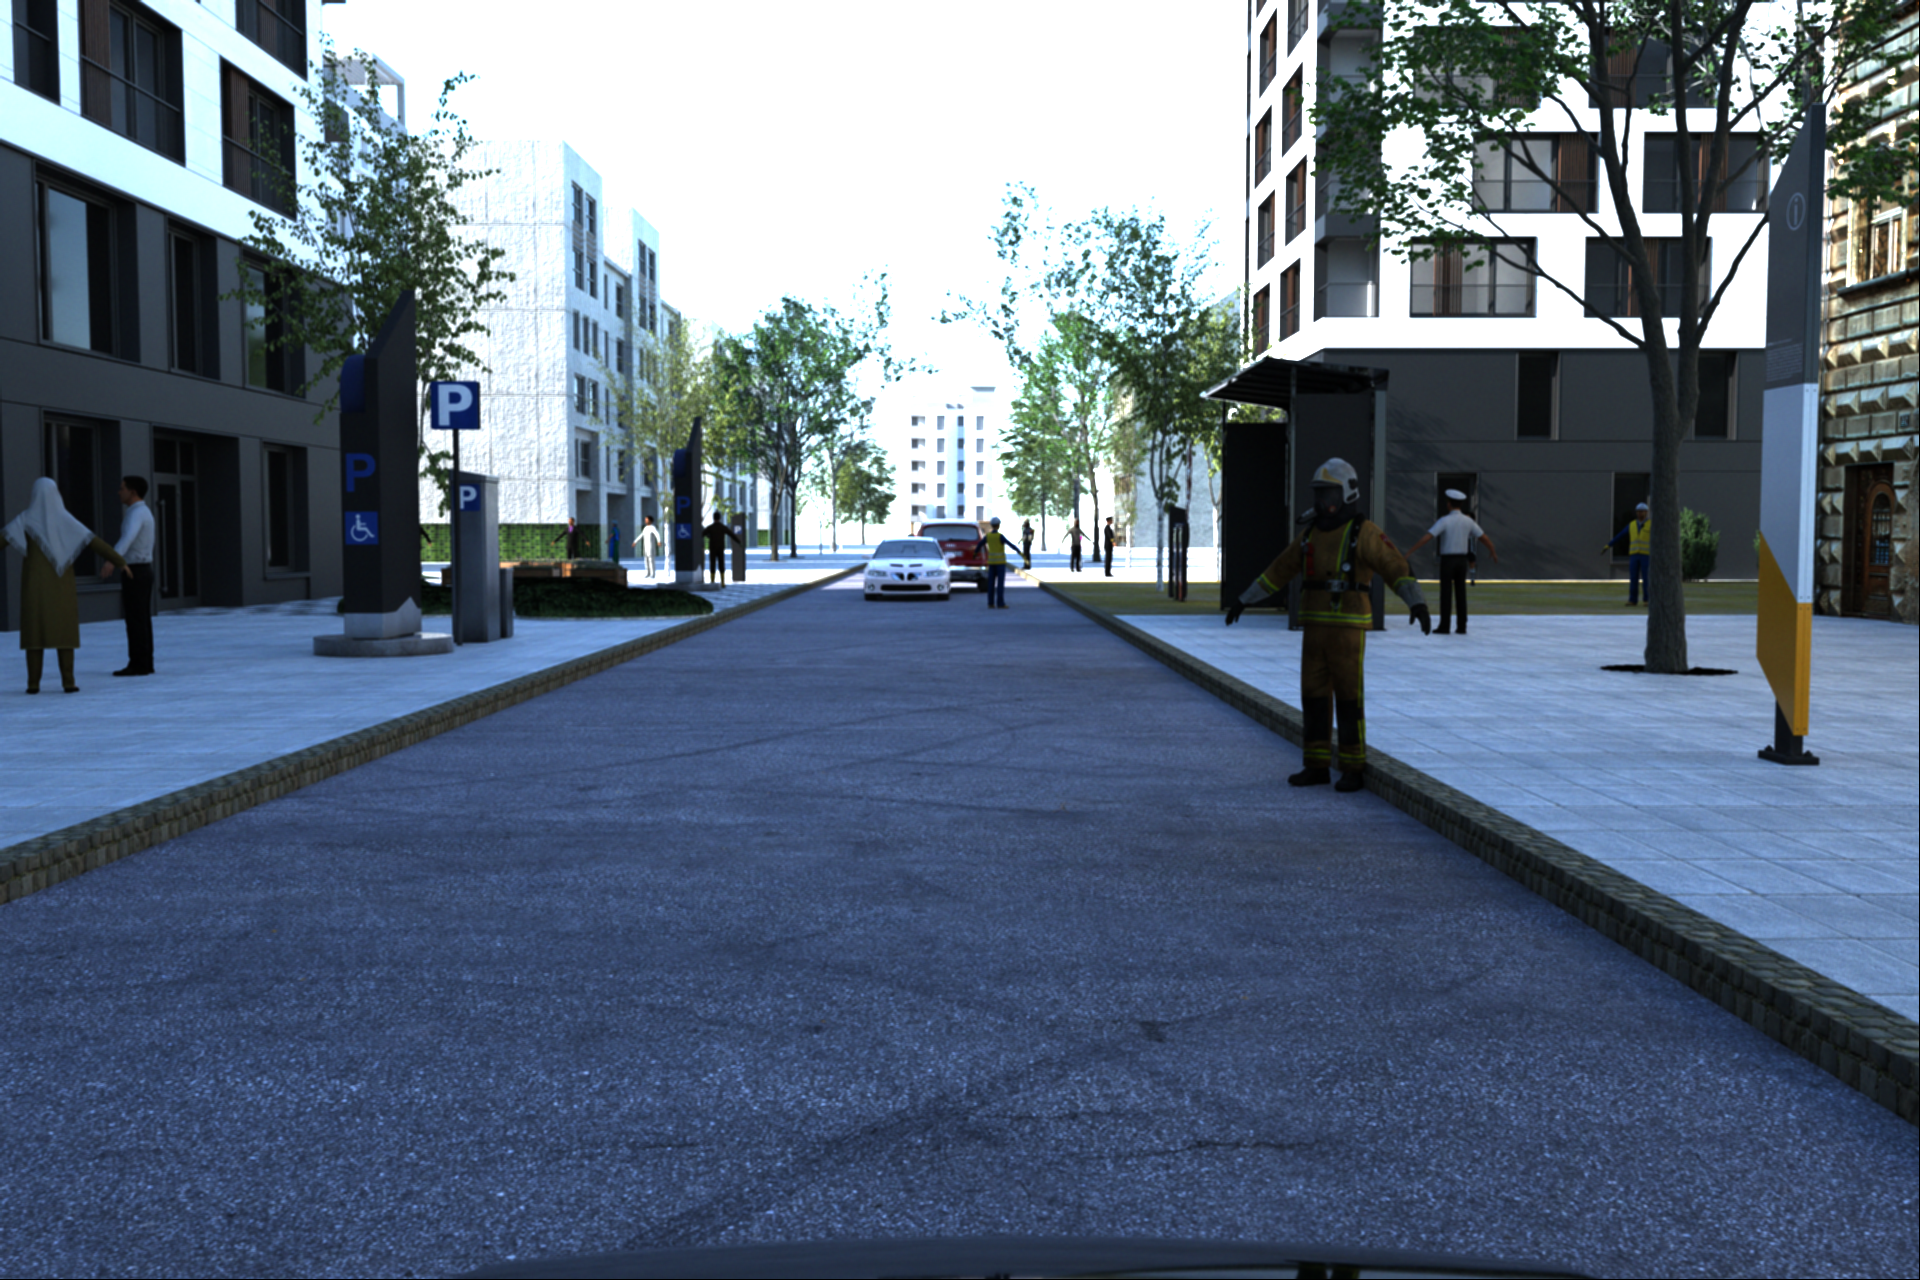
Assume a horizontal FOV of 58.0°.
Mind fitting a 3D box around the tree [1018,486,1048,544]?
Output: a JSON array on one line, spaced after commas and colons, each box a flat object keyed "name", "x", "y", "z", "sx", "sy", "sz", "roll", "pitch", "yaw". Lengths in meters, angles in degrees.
[{"name": "tree", "x": 9.710, "y": -16.429, "z": 218.979, "sx": 4.360, "sy": 8.622, "sz": 3.978, "roll": 0, "pitch": 3, "yaw": 0}]

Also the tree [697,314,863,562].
[{"name": "tree", "x": -8.491, "y": -9.471, "z": 80.604, "sx": 9.928, "sy": 11.665, "sz": 9.643, "roll": 0, "pitch": 3, "yaw": 0}]

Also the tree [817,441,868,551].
[{"name": "tree", "x": -9.093, "y": -11.141, "z": 132.511, "sx": 4.737, "sy": 8.622, "sz": 4.395, "roll": 0, "pitch": 3, "yaw": 0}]

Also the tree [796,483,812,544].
[{"name": "tree", "x": -20.557, "y": -16.416, "z": 218.770, "sx": 4.737, "sy": 8.622, "sz": 4.395, "roll": 0, "pitch": 3, "yaw": 0}]

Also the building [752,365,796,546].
[{"name": "building", "x": -28.513, "y": -20.205, "z": 196.807, "sx": 16.747, "sy": 18.905, "sz": 31.486, "roll": 0, "pitch": 4, "yaw": 0}]

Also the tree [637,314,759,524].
[{"name": "tree", "x": -8.651, "y": -6.554, "z": 57.525, "sx": 4.737, "sy": 8.622, "sz": 4.395, "roll": 0, "pitch": 3, "yaw": 0}]

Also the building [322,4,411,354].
[{"name": "building", "x": -27.542, "y": -12.368, "z": 58.633, "sx": 16.016, "sy": 20.090, "sz": 11.380, "roll": 0, "pitch": 4, "yaw": 0}]

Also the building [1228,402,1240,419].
[{"name": "building", "x": 21.216, "y": -9.319, "z": 94.514, "sx": 9.099, "sy": 9.664, "sz": 28.070, "roll": 0, "pitch": 4, "yaw": 0}]

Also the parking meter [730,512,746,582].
[{"name": "parking meter", "x": -5.985, "y": -2.505, "z": 46.672, "sx": 0.399, "sy": 1.863, "sz": 0.255, "roll": 0, "pitch": 4, "yaw": 0}]

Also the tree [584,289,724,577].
[{"name": "tree", "x": -8.480, "y": -6.181, "z": 51.425, "sx": 4.360, "sy": 8.622, "sz": 3.978, "roll": 0, "pitch": 3, "yaw": 0}]

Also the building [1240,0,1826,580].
[{"name": "building", "x": 23.895, "y": -13.434, "z": 63.627, "sx": 27.936, "sy": 21.610, "sz": 32.646, "roll": 0, "pitch": 3, "yaw": 0}]

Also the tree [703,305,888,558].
[{"name": "tree", "x": -9.012, "y": -11.164, "z": 92.895, "sx": 12.009, "sy": 13.543, "sz": 11.850, "roll": 0, "pitch": 3, "yaw": 0}]

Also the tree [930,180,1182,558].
[{"name": "tree", "x": 5.210, "y": -14.548, "z": 93.745, "sx": 12.611, "sy": 20.169, "sz": 13.585, "roll": 0, "pitch": 3, "yaw": 0}]

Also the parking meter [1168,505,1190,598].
[{"name": "parking meter", "x": 4.423, "y": -1.791, "z": 35.002, "sx": 0.399, "sy": 1.863, "sz": 0.255, "roll": 0, "pitch": 3, "yaw": 0}]

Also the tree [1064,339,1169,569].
[{"name": "tree", "x": 6.522, "y": -6.972, "z": 64.361, "sx": 4.360, "sy": 8.622, "sz": 3.978, "roll": 0, "pitch": 3, "yaw": 0}]

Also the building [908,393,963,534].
[{"name": "building", "x": -6.330, "y": -22.315, "z": 223.724, "sx": 11.380, "sy": 20.090, "sz": 16.016, "roll": 0, "pitch": 4, "yaw": -5}]

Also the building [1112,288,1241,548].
[{"name": "building", "x": 24.661, "y": -20.379, "z": 164.123, "sx": 19.493, "sy": 23.208, "sz": 18.063, "roll": 0, "pitch": 4, "yaw": -1}]

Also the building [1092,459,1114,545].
[{"name": "building", "x": 20.409, "y": -15.456, "z": 194.848, "sx": 9.099, "sy": 9.664, "sz": 28.070, "roll": 0, "pitch": 3, "yaw": 0}]

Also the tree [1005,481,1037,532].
[{"name": "tree", "x": 8.028, "y": -16.767, "z": 224.505, "sx": 4.737, "sy": 8.622, "sz": 4.395, "roll": 0, "pitch": 3, "yaw": 0}]

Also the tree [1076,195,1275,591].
[{"name": "tree", "x": 4.731, "y": -5.401, "z": 38.672, "sx": 4.737, "sy": 8.622, "sz": 4.395, "roll": 0, "pitch": 3, "yaw": 0}]

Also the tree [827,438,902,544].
[{"name": "tree", "x": -12.431, "y": -19.374, "z": 223.419, "sx": 9.857, "sy": 13.997, "sz": 8.962, "roll": 0, "pitch": 3, "yaw": 0}]

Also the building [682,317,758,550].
[{"name": "building", "x": -28.646, "y": -17.786, "z": 157.261, "sx": 16.747, "sy": 18.905, "sz": 31.486, "roll": 0, "pitch": 3, "yaw": 0}]

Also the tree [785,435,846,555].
[{"name": "tree", "x": -8.531, "y": -9.661, "z": 108.323, "sx": 4.360, "sy": 8.622, "sz": 3.978, "roll": 0, "pitch": 3, "yaw": 0}]

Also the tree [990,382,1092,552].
[{"name": "tree", "x": 6.005, "y": -12.653, "z": 125.008, "sx": 7.486, "sy": 12.596, "sz": 7.792, "roll": 0, "pitch": 3, "yaw": 0}]

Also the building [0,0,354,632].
[{"name": "building", "x": -26.332, "y": -10.739, "z": 19.563, "sx": 27.936, "sy": 21.610, "sz": 32.646, "roll": 0, "pitch": 4, "yaw": -1}]

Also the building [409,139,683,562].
[{"name": "building", "x": -25.977, "y": -13.891, "z": 93.584, "sx": 16.747, "sy": 18.905, "sz": 31.486, "roll": 0, "pitch": 4, "yaw": 0}]

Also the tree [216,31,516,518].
[{"name": "tree", "x": -8.483, "y": -4.607, "z": 25.683, "sx": 4.737, "sy": 8.622, "sz": 4.395, "roll": 0, "pitch": 3, "yaw": 0}]

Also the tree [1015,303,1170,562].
[{"name": "tree", "x": 6.093, "y": -9.365, "z": 78.867, "sx": 9.928, "sy": 11.665, "sz": 9.643, "roll": 0, "pitch": 3, "yaw": 0}]

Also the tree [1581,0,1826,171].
[{"name": "tree", "x": 16.967, "y": -11.010, "z": 35.905, "sx": 12.611, "sy": 20.169, "sz": 13.585, "roll": 0, "pitch": 3, "yaw": 0}]

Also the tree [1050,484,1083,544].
[{"name": "tree", "x": 13.821, "y": -16.776, "z": 224.644, "sx": 4.737, "sy": 8.622, "sz": 4.395, "roll": 0, "pitch": 3, "yaw": 0}]

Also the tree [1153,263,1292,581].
[{"name": "tree", "x": 7.062, "y": -5.901, "z": 46.836, "sx": 4.737, "sy": 8.622, "sz": 4.395, "roll": 0, "pitch": 3, "yaw": 0}]

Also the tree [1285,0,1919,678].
[{"name": "tree", "x": 6.578, "y": -5.511, "z": 15.868, "sx": 9.928, "sy": 11.665, "sz": 9.643, "roll": 0, "pitch": 3, "yaw": 0}]

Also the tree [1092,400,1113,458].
[{"name": "tree", "x": 23.243, "y": -22.396, "z": 222.062, "sx": 12.611, "sy": 20.169, "sz": 13.585, "roll": 0, "pitch": 3, "yaw": 0}]

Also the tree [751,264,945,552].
[{"name": "tree", "x": -7.517, "y": -16.178, "z": 120.392, "sx": 12.611, "sy": 20.169, "sz": 13.585, "roll": 0, "pitch": 3, "yaw": 0}]

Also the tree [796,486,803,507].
[{"name": "tree", "x": -22.442, "y": -16.712, "z": 223.604, "sx": 4.737, "sy": 8.622, "sz": 4.395, "roll": 0, "pitch": 3, "yaw": 0}]

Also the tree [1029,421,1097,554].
[{"name": "tree", "x": 6.131, "y": -9.822, "z": 110.947, "sx": 4.360, "sy": 8.622, "sz": 3.978, "roll": 0, "pitch": 3, "yaw": 0}]
